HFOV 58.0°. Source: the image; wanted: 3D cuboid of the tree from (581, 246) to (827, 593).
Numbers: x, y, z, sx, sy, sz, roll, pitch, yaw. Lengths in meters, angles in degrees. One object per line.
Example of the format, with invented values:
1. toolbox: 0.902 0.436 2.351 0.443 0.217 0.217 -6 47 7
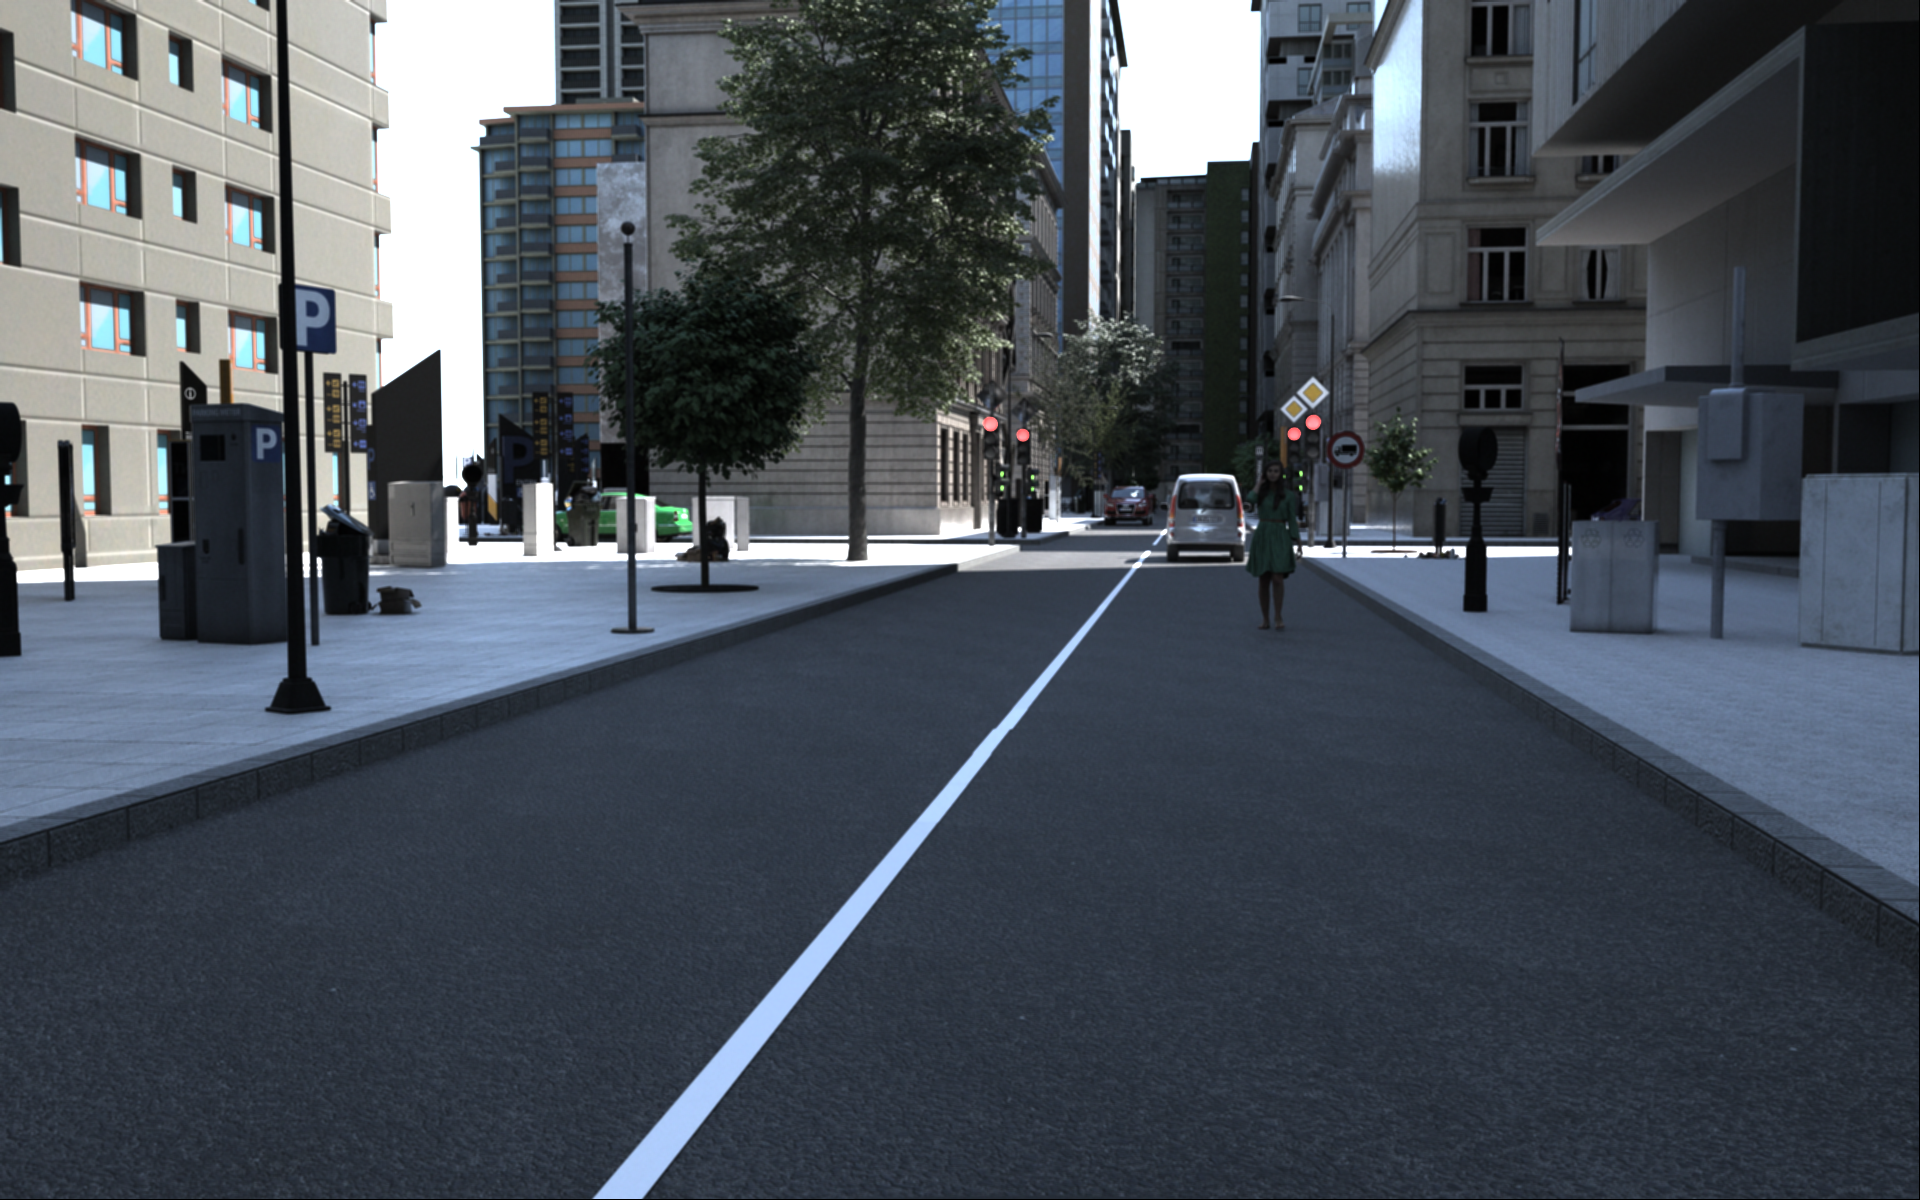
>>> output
1. tree: -3.368 -2.414 23.188 4.285 4.588 4.351 0 3 0

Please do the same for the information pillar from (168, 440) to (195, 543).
1. information pillar: -10.529 -1.167 23.576 0.304 2.012 0.304 0 4 4

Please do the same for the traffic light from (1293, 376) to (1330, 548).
1. traffic light: 8.392 -3.209 41.389 0.839 4.253 0.868 0 4 8

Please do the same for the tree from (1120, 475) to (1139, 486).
1. tree: 17.151 -10.842 171.874 1.663 3.219 1.824 0 3 0

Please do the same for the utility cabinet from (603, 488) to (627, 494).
1. utility cabinet: -12.229 -3.264 62.047 1.173 1.500 0.318 2 4 27

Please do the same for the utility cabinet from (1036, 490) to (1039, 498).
1. utility cabinet: 3.579 -4.941 89.466 0.318 1.500 1.173 3 5 40

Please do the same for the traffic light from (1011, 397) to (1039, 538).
1. traffic light: 1.874 -3.755 50.315 0.839 4.253 0.868 0 4 8

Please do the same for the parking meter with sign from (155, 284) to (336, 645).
1. parking meter with sign: -6.224 -1.144 14.959 1.738 3.016 0.543 2 4 25

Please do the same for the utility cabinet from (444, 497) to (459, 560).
1. utility cabinet: -10.118 -1.401 34.064 0.306 1.237 1.020 0 4 -4

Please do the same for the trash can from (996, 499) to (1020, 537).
1. trash can: 1.453 -2.476 52.138 0.748 1.137 0.748 0 3 0

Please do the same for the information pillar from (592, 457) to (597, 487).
1. information pillar: -23.304 -7.281 110.406 0.183 3.616 0.504 -3 5 -40

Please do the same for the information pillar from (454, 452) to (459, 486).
1. information pillar: -28.401 -6.507 97.749 0.183 3.616 0.504 -2 4 -33

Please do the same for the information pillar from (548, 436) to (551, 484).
1. information pillar: -16.435 -4.768 69.307 0.183 3.616 0.504 -1 4 -14

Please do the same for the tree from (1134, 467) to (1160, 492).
1. tree: 20.724 -12.748 192.141 4.285 4.588 4.351 0 3 0

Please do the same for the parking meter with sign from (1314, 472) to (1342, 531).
1. parking meter with sign: 13.113 -3.975 61.247 1.738 3.016 0.543 -3 4 -37

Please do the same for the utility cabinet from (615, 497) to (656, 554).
1. utility cabinet: -7.030 -1.612 37.519 1.020 1.237 0.306 3 5 41

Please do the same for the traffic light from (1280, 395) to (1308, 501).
1. traffic light: 9.468 -3.693 49.302 0.839 4.253 0.868 0 4 8

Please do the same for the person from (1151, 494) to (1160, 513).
1. person: 14.614 -7.235 130.045 0.557 1.426 1.065 -2 4 -34

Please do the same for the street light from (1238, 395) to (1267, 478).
1. street light: 13.823 -6.662 81.457 1.470 5.913 1.316 0 4 8

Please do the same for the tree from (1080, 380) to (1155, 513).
1. tree: 9.442 -9.839 111.237 4.737 8.622 4.395 0 3 0

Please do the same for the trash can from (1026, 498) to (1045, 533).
1. trash can: 2.442 -2.807 57.545 0.748 1.137 0.748 0 3 0

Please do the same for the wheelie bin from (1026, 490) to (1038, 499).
1. wheelie bin: 3.047 -4.131 75.451 0.693 1.594 0.980 -1 4 -15

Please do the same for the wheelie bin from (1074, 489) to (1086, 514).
1. wheelie bin: 7.891 -6.472 113.733 0.693 1.594 0.980 -1 4 -18

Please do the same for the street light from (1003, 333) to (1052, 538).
1. street light: 1.969 -4.749 50.192 1.470 5.913 1.316 0 4 8

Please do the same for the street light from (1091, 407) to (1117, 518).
1. street light: 7.678 -7.332 92.411 1.470 5.913 1.316 0 4 8

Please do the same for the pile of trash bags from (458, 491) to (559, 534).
1. pile of trash bags: -14.421 -2.814 55.758 3.447 1.369 1.912 0 4 0

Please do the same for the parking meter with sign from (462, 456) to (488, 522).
1. parking meter with sign: -22.517 -5.175 80.871 0.543 3.016 1.738 1 4 17

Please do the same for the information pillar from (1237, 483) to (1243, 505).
1. information pillar: 18.865 -6.862 116.691 0.304 2.012 0.304 3 5 41

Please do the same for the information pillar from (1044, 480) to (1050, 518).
1. information pillar: 4.645 -5.319 91.459 0.304 2.012 0.304 2 4 30

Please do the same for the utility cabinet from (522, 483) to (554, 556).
1. utility cabinet: -8.778 -1.671 35.994 0.318 1.500 1.173 0 4 3

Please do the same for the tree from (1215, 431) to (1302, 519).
1. tree: 16.248 -6.742 93.940 4.285 4.588 4.351 0 3 0

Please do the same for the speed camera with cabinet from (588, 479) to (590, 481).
1. speed camera with cabinet: -23.012 -6.643 102.941 2.038 3.252 0.660 2 4 25

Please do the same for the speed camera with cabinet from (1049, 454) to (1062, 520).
1. speed camera with cabinet: 4.675 -5.544 84.979 0.660 3.252 2.038 0 4 5

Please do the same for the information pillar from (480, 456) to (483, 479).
1. information pillar: -26.727 -6.428 96.458 0.504 3.616 0.183 1 4 18

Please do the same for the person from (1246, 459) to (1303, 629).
1. person: 3.311 -0.584 18.297 0.600 1.795 0.529 0 4 5

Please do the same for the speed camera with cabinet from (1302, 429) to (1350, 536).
1. speed camera with cabinet: 11.246 -3.597 53.151 0.660 3.252 2.038 3 5 41

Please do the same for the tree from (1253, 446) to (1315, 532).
1. tree: 11.299 -3.967 59.455 1.663 3.219 1.824 0 3 0

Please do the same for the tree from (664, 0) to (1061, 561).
1. tree: -1.570 -7.007 32.694 7.486 12.596 7.792 0 3 0

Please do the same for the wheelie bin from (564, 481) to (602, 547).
1. wheelie bin: -9.163 -2.102 42.275 0.693 1.594 0.980 2 4 35

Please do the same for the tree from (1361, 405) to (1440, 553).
1. tree: 9.638 -2.643 37.821 1.663 3.219 1.824 0 3 0

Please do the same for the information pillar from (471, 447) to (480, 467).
1. information pillar: -24.343 -5.826 86.615 0.183 3.616 0.504 -2 4 -30

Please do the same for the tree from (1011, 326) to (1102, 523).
1. tree: 4.255 -7.631 75.132 4.360 8.622 3.978 0 3 0

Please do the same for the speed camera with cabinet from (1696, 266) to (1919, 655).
1. speed camera with cabinet: 7.267 -1.242 14.643 0.660 3.252 2.038 -2 4 -27

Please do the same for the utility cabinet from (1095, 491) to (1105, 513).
1. utility cabinet: 9.442 -6.581 116.283 0.318 1.500 1.173 -1 4 -22

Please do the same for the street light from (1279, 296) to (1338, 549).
1. street light: 8.206 -4.175 40.806 1.470 5.913 1.316 0 4 8

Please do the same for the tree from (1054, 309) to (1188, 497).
1. tree: 10.620 -13.034 119.763 9.857 13.997 8.962 0 3 0

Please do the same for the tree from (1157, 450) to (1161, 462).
1. tree: 19.117 -14.088 180.707 4.737 8.622 4.395 0 3 0

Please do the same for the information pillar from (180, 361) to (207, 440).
1. information pillar: -13.610 -2.413 30.808 0.183 3.616 0.504 2 4 31

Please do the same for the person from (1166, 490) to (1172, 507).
1. person: 14.049 -6.533 116.311 0.522 1.701 0.512 -3 5 -45

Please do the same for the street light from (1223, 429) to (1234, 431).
1. street light: 19.456 -9.250 123.785 1.470 5.913 1.316 0 4 8

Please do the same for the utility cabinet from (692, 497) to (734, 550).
1. utility cabinet: -5.654 -1.746 39.714 0.306 1.237 1.020 3 5 44

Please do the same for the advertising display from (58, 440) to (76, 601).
1. advertising display: -10.880 -0.973 21.120 0.123 1.923 0.974 -2 4 -25

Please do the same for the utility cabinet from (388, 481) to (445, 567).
1. utility cabinet: -9.542 -1.327 30.368 1.173 1.500 0.318 2 4 35

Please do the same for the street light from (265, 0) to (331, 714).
1. street light: -3.387 -2.291 10.003 1.470 5.913 1.316 0 4 8

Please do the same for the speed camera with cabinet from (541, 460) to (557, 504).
1. speed camera with cabinet: -23.659 -6.527 101.044 2.038 3.252 0.660 -3 4 -36

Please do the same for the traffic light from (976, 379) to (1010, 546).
1. traffic light: 0.798 -3.271 42.402 0.839 4.253 0.868 0 4 8

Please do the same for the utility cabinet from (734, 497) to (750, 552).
1. utility cabinet: -4.888 -1.704 39.029 0.306 1.237 1.020 0 4 -7

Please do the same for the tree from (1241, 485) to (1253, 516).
1. tree: 17.181 -6.548 101.666 1.663 3.219 1.824 0 3 0

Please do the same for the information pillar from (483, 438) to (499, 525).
1. information pillar: -19.437 -4.934 72.027 0.504 3.616 0.183 2 4 32
